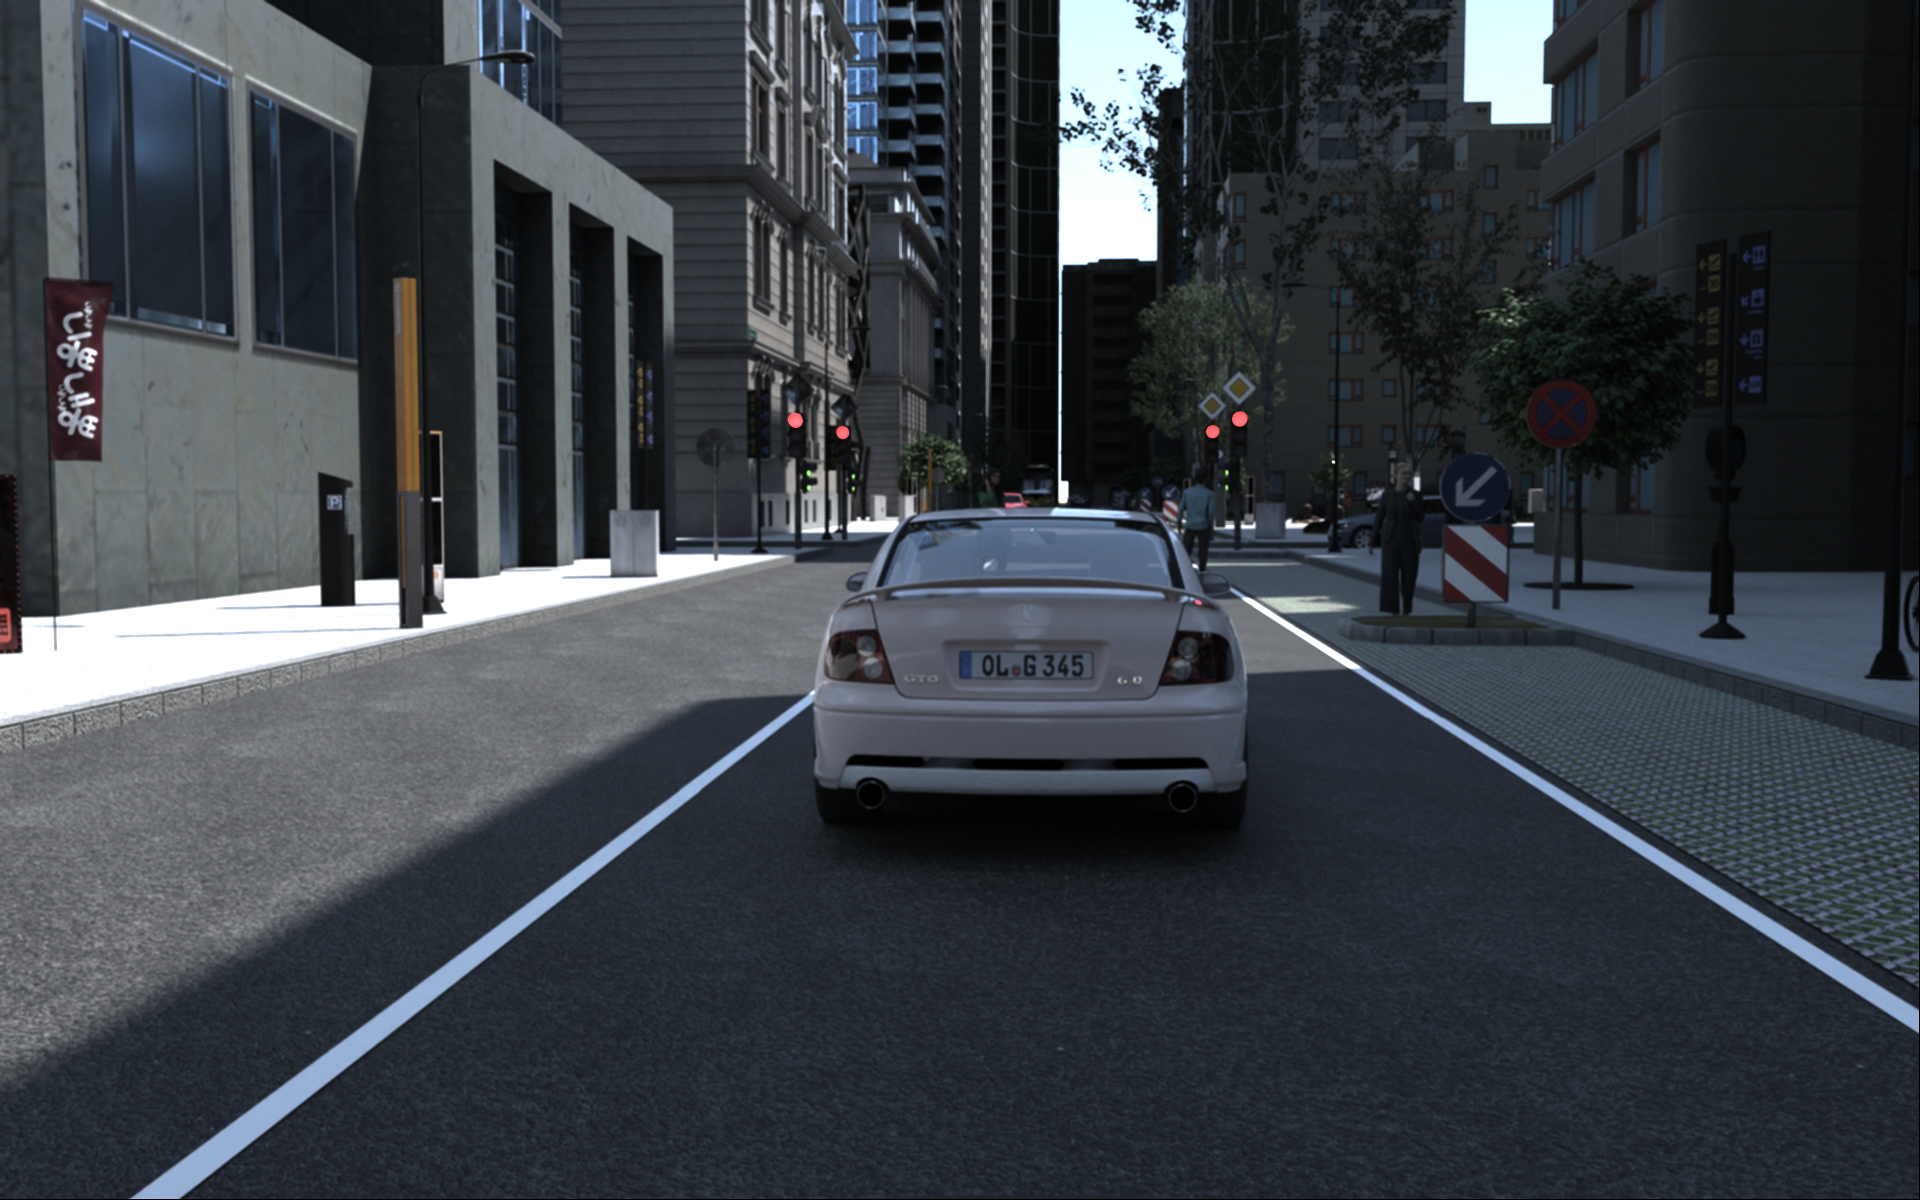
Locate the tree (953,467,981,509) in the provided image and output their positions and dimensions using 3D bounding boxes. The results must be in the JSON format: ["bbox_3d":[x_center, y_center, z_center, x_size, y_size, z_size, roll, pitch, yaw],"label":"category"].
[{"bbox_3d":[0.134,-7.565,118.290,1.663,3.219,1.824,0,3,0],"label":"tree"}]

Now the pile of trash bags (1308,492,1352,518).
[{"bbox_3d":[19.791,-5.032,92.029,1.912,1.369,3.447,3,5,44],"label":"pile of trash bags"}]

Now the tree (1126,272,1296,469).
[{"bbox_3d":[11.381,-9.437,80.053,9.928,11.665,9.643,0,3,0],"label":"tree"}]

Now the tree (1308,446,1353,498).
[{"bbox_3d":[14.895,-4.628,70.267,1.663,3.219,1.824,0,3,0],"label":"tree"}]

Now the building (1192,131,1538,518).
[{"bbox_3d":[29.273,-16.024,107.030,27.650,21.520,28.899,0,4,4],"label":"building"}]

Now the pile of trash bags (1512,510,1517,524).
[{"bbox_3d":[21.925,-3.937,74.124,3.447,1.369,1.912,0,4,-4],"label":"pile of trash bags"}]

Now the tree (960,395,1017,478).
[{"bbox_3d":[2.199,-10.943,129.285,4.360,8.622,3.978,0,3,0],"label":"tree"}]

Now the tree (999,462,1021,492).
[{"bbox_3d":[5.009,-11.948,179.070,4.285,4.588,4.351,0,3,0],"label":"tree"}]

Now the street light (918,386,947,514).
[{"bbox_3d":[-1.237,-6.240,74.569,1.470,5.913,1.316,0,4,4],"label":"street light"}]

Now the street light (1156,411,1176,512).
[{"bbox_3d":[11.753,-7.558,96.117,1.470,5.913,1.316,0,4,4],"label":"street light"}]

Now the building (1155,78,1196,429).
[{"bbox_3d":[28.472,-32.857,187.319,14.600,45.320,14.200,0,4,4],"label":"building"}]

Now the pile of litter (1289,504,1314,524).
[{"bbox_3d":[15.273,-3.784,75.829,1.719,0.858,1.176,1,4,11],"label":"pile of litter"}]

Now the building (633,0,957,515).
[{"bbox_3d":[-11.027,-50.465,137.778,22.319,86.520,31.000,0,4,4],"label":"building"}]

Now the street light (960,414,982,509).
[{"bbox_3d":[0.596,-7.836,100.665,1.470,5.913,1.316,0,4,4],"label":"street light"}]

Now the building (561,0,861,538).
[{"bbox_3d":[-11.558,-16.774,61.649,14.401,28.519,23.554,0,4,4],"label":"building"}]

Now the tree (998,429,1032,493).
[{"bbox_3d":[6.179,-14.797,192.294,4.737,8.622,4.395,0,3,0],"label":"tree"}]

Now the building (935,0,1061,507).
[{"bbox_3d":[2.162,-47.661,217.511,20.611,71.187,20.563,0,4,4],"label":"building"}]

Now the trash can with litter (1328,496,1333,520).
[{"bbox_3d":[13.448,-3.133,62.280,1.678,1.210,2.233,0,4,6],"label":"trash can with litter"}]

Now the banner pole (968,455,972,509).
[{"bbox_3d":[0.633,-7.381,110.699,0.401,3.779,0.863,-1,4,-15],"label":"banner pole"}]

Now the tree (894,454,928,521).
[{"bbox_3d":[-2.508,-5.386,82.662,1.663,3.219,1.824,0,3,0],"label":"tree"}]

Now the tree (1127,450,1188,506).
[{"bbox_3d":[15.395,-8.821,127.934,4.285,4.588,4.351,0,3,0],"label":"tree"}]

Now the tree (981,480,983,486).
[{"bbox_3d":[0.937,-7.967,124.864,1.663,3.219,1.824,0,3,0],"label":"tree"}]

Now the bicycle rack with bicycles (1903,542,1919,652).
[{"bbox_3d":[8.424,0.046,12.627,2.852,0.926,2.925,1,4,18],"label":"bicycle rack with bicycles"}]

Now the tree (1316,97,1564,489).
[{"bbox_3d":[8.703,-5.024,32.503,4.360,8.622,3.978,0,3,0],"label":"tree"}]

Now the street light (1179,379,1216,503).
[{"bbox_3d":[9.736,-5.963,70.033,1.470,5.913,1.316,0,4,4],"label":"street light"}]

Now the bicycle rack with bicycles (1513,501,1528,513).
[{"bbox_3d":[28.183,-4.667,89.686,2.852,0.926,2.925,2,4,35],"label":"bicycle rack with bicycles"}]

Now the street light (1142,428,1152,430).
[{"bbox_3d":[13.578,-9.165,122.395,1.470,5.913,1.316,0,4,4],"label":"street light"}]

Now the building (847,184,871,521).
[{"bbox_3d":[-12.877,-13.150,82.462,16.820,18.784,16.811,0,4,4],"label":"building"}]

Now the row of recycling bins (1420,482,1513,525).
[{"bbox_3d":[17.470,-3.229,59.915,3.534,1.692,1.069,-1,4,-18],"label":"row of recycling bins"}]

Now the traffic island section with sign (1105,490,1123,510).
[{"bbox_3d":[15.790,-10.245,176.138,1.989,1.847,2.006,0,4,4],"label":"traffic island section with sign"}]

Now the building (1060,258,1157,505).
[{"bbox_3d":[19.447,-27.122,215.139,14.107,30.474,14.160,0,4,4],"label":"building"}]

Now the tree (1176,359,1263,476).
[{"bbox_3d":[13.368,-8.571,90.501,4.737,8.622,4.395,0,3,0],"label":"tree"}]

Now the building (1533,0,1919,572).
[{"bbox_3d":[25.230,-10.797,21.565,27.650,21.520,28.899,0,4,4],"label":"building"}]

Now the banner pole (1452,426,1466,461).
[{"bbox_3d":[18.316,-4.500,63.590,0.863,3.779,0.401,-2,4,-33],"label":"banner pole"}]

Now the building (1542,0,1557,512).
[{"bbox_3d":[35.552,-26.798,57.751,30.456,49.044,23.786,0,4,4],"label":"building"}]

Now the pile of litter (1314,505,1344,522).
[{"bbox_3d":[14.929,-3.286,67.695,1.719,0.858,1.176,0,4,1],"label":"pile of litter"}]

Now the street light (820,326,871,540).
[{"bbox_3d":[-3.170,-4.621,48.096,1.470,5.913,1.316,0,4,4],"label":"street light"}]

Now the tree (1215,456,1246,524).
[{"bbox_3d":[11.747,-4.837,73.680,1.663,3.219,1.824,0,3,0],"label":"tree"}]

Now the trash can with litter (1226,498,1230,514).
[{"bbox_3d":[13.590,-4.711,88.408,1.055,1.170,0.624,-3,5,-42],"label":"trash can with litter"}]

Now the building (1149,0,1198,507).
[{"bbox_3d":[29.930,-52.029,163.350,22.319,86.520,31.000,0,4,4],"label":"building"}]

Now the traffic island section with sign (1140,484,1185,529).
[{"bbox_3d":[8.618,-3.887,72.183,1.989,1.847,2.006,0,4,4],"label":"traffic island section with sign"}]

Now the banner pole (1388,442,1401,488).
[{"bbox_3d":[20.875,-5.693,83.095,0.401,3.779,0.863,-3,5,-40],"label":"banner pole"}]

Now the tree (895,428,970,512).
[{"bbox_3d":[-1.521,-6.272,86.267,4.285,4.588,4.351,0,3,0],"label":"tree"}]

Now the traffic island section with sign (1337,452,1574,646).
[{"bbox_3d":[4.835,-0.526,17.227,1.989,1.847,2.006,0,4,4],"label":"traffic island section with sign"}]

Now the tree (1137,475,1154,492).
[{"bbox_3d":[16.862,-9.993,157.982,1.663,3.219,1.824,0,3,0],"label":"tree"}]

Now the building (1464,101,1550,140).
[{"bbox_3d":[50.443,-29.703,177.530,23.993,40.220,32.217,0,4,4],"label":"building"}]

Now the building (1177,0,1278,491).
[{"bbox_3d":[27.680,-42.807,138.154,20.563,71.187,20.611,0,4,4],"label":"building"}]

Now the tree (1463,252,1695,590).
[{"bbox_3d":[8.588,-2.449,23.753,4.285,4.588,4.351,0,3,0],"label":"tree"}]

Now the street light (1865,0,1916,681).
[{"bbox_3d":[5.942,-2.410,11.941,1.470,5.913,1.316,0,4,4],"label":"street light"}]

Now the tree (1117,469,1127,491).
[{"bbox_3d":[19.200,-12.773,192.556,4.285,4.588,4.351,0,3,0],"label":"tree"}]

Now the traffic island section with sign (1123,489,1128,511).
[{"bbox_3d":[10.497,-5.542,99.240,1.989,1.847,2.006,0,4,4],"label":"traffic island section with sign"}]

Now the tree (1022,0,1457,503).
[{"bbox_3d":[8.904,-12.264,56.404,12.611,20.169,13.585,0,3,0],"label":"tree"}]

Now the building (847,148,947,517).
[{"bbox_3d":[-8.384,-16.287,108.098,13.314,21.916,24.055,0,4,4],"label":"building"}]

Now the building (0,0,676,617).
[{"bbox_3d":[-22.676,-43.669,26.661,31.000,86.520,22.319,0,4,4],"label":"building"}]
